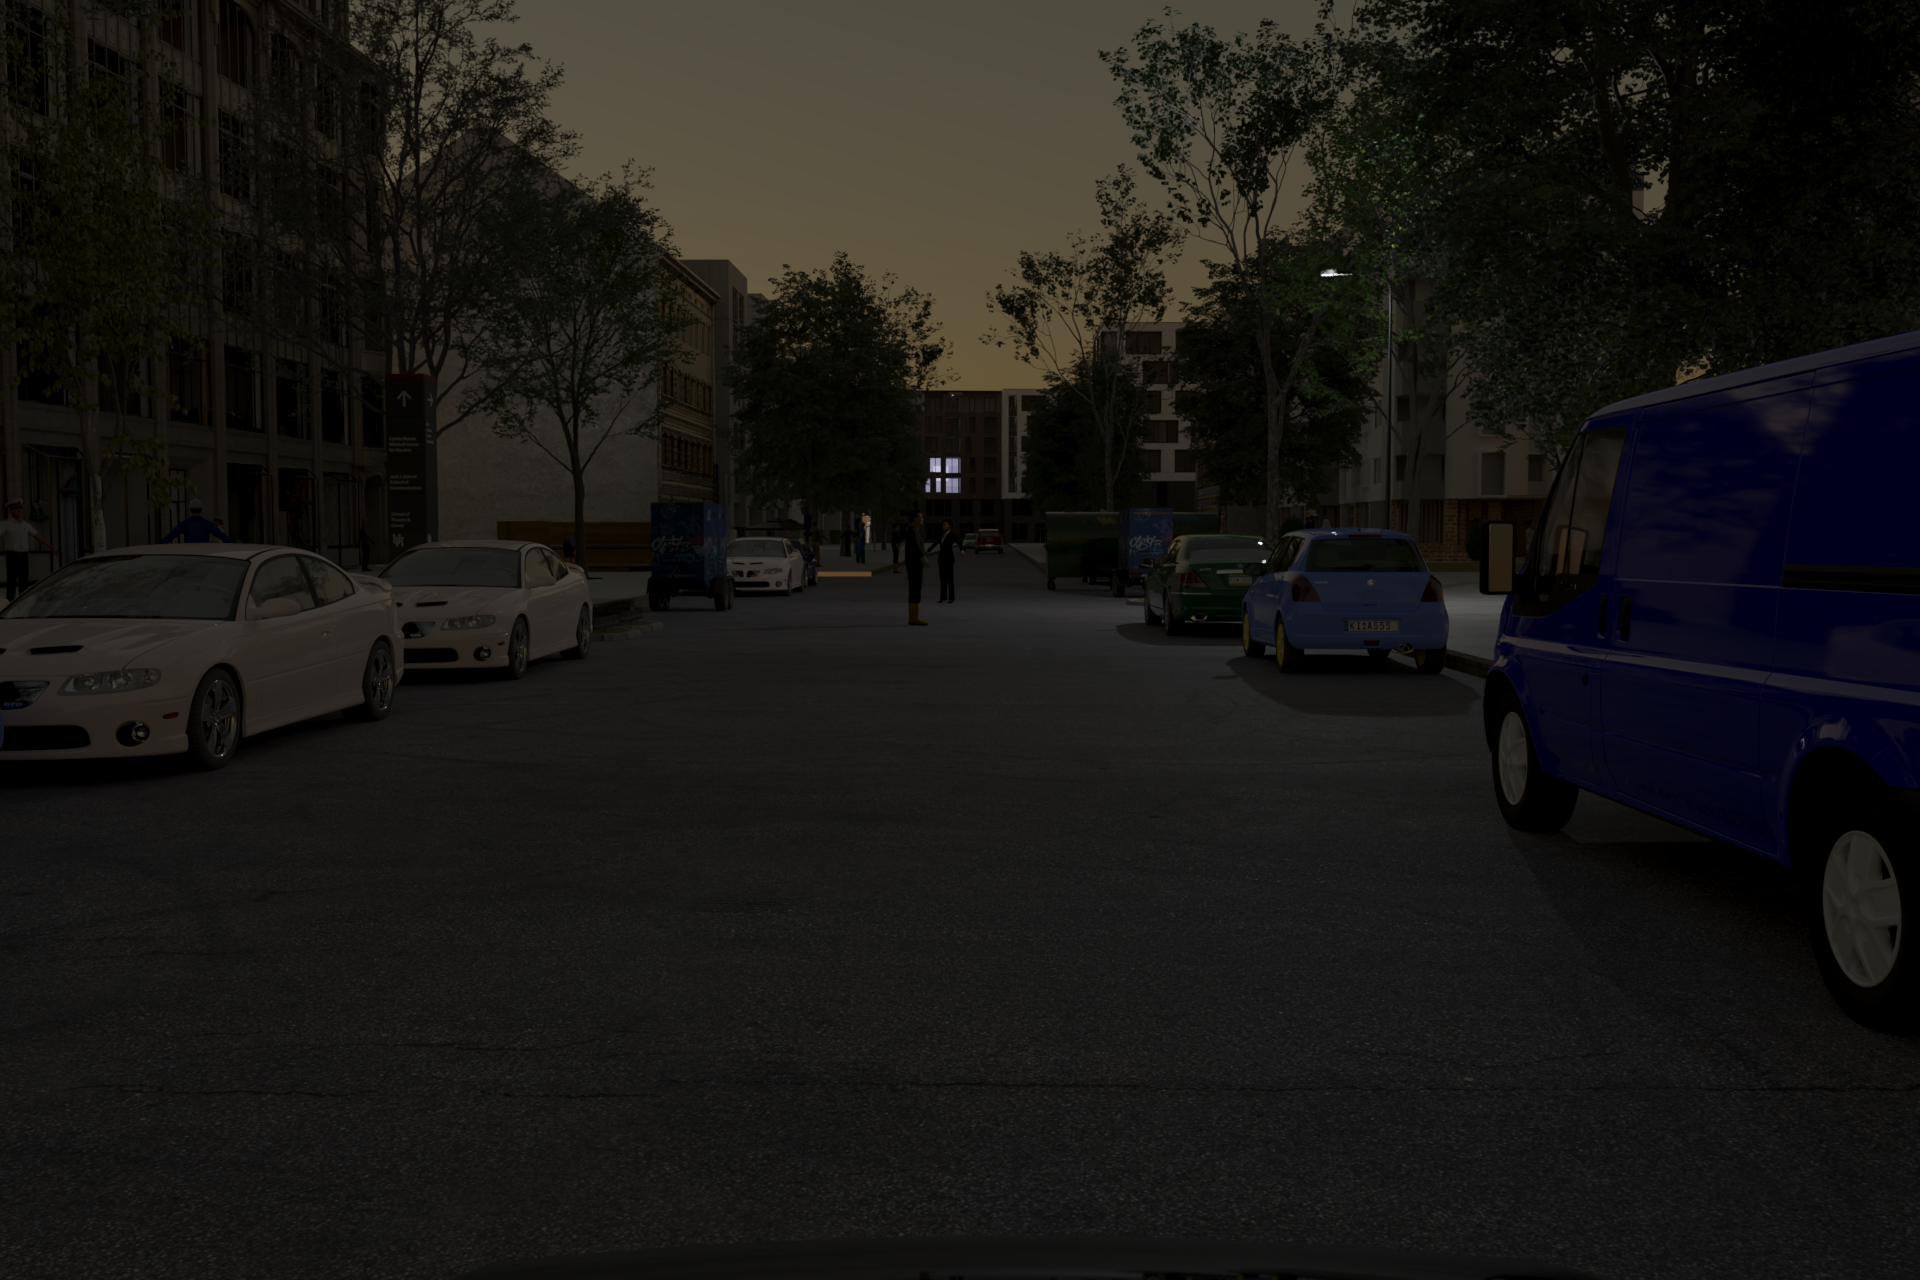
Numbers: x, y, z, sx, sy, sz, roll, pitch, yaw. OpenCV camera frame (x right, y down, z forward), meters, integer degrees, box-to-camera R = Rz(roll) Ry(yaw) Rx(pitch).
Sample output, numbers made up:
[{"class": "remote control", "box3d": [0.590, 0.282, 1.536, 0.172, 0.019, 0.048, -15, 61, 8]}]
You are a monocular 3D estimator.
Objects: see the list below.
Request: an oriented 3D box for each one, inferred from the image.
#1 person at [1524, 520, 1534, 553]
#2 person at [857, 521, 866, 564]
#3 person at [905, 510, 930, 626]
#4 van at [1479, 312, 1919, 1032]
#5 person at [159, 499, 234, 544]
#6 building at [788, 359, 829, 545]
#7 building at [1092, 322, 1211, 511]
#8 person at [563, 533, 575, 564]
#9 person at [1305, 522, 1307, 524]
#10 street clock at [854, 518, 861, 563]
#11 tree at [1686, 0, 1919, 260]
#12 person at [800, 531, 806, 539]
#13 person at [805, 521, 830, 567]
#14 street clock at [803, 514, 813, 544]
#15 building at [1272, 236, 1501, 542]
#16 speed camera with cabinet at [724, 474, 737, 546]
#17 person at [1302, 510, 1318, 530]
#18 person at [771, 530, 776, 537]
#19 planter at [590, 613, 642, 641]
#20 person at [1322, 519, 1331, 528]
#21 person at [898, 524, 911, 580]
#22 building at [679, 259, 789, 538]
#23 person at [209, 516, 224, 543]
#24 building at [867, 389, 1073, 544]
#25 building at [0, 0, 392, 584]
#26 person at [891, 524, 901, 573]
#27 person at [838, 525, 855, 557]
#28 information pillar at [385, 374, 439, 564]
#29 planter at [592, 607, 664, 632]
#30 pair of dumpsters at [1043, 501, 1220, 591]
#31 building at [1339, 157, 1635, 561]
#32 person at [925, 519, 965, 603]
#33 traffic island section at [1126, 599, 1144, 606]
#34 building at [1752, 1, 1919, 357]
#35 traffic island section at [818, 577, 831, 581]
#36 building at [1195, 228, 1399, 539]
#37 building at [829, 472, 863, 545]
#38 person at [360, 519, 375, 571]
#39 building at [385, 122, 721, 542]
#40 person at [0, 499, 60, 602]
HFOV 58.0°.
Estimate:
[{"class": "person", "box3d": [18.733, -3.048, 56.609, 0.721, 1.739, 1.217, 3, 4, 38]}, {"class": "person", "box3d": [-4.177, -4.117, 73.437, 0.704, 1.817, 1.347, 0, 4, 4]}, {"class": "person", "box3d": [-0.671, -1.140, 27.234, 0.704, 1.812, 1.346, -1, 4, -8]}, {"class": "van", "box3d": [3.565, -0.137, 6.619, 2.240, 2.365, 5.245, 0, 3, 0]}, {"class": "person", "box3d": [-12.162, -1.329, 27.610, 1.347, 1.842, 0.705, -2, 4, -24]}, {"class": "building", "box3d": [-24.053, -19.813, 190.402, 16.747, 18.905, 31.486, 0, 4, 0]}, {"class": "building", "box3d": [27.765, -20.749, 183.214, 27.936, 21.610, 32.646, 0, 4, 1]}, {"class": "person", "box3d": [-12.329, -2.810, 55.221, 0.697, 1.427, 0.421, 2, 4, 27]}, {"class": "person", "box3d": [16.464, -4.677, 82.243, 0.705, 1.856, 1.354, 2, 4, 32]}, {"class": "street clock", "box3d": [-4.549, -4.453, 77.375, 0.358, 2.002, 0.471, 0, 4, 2]}, {"class": "tree", "box3d": [9.540, -4.879, 14.188, 7.601, 10.594, 8.767, -2, 4, -23]}, {"class": "person", "box3d": [-8.242, -5.227, 91.640, 0.705, 1.806, 1.347, -1, 4, -20]}, {"class": "person", "box3d": [-5.656, -3.780, 68.082, 1.348, 1.796, 0.705, 3, 4, 37]}, {"class": "street clock", "box3d": [-5.383, -3.466, 61.246, 0.358, 2.002, 0.471, 0, 4, 3]}, {"class": "building", "box3d": [25.277, -15.571, 111.011, 16.016, 20.090, 11.380, 0, 4, 2]}, {"class": "speed camera with cabinet", "box3d": [-7.923, -3.897, 58.052, 0.660, 3.252, 2.038, 0, 4, 1]}, {"class": "person", "box3d": [8.166, -2.097, 40.155, 0.704, 1.845, 1.351, 2, 4, 27]}, {"class": "person", "box3d": [-7.074, -3.425, 65.260, 0.991, 1.433, 0.599, -2, 4, -32]}, {"class": "planter", "box3d": [-5.499, -0.175, 23.997, 1.991, 0.319, 1.994, 0, 4, 2]}, {"class": "person", "box3d": [11.229, -2.830, 53.048, 1.217, 1.736, 0.721, 1, 4, 22]}, {"class": "person", "box3d": [-1.650, -2.721, 53.742, 0.721, 1.733, 1.217, 1, 4, 21]}, {"class": "building", "box3d": [-22.896, -15.977, 127.674, 16.747, 18.905, 31.486, 0, 4, 1]}, {"class": "person", "box3d": [-20.047, -2.455, 46.602, 0.721, 1.778, 1.216, -2, 4, -35]}, {"class": "building", "box3d": [2.863, -25.004, 255.239, 32.646, 21.610, 27.936, 0, 4, -5]}, {"class": "building", "box3d": [-28.909, -14.299, 50.443, 14.369, 24.946, 33.146, 0, 4, 2]}, {"class": "person", "box3d": [-2.314, -3.355, 63.443, 0.704, 1.812, 1.346, 0, 3, 0]}, {"class": "person", "box3d": [-6.386, -5.641, 98.423, 1.347, 1.806, 0.705, 3, 5, 43]}, {"class": "information pillar", "box3d": [-8.935, -2.380, 28.285, 0.750, 3.857, 0.750, 0, 4, 0]}, {"class": "planter", "box3d": [-5.528, -0.298, 26.012, 1.991, 0.319, 1.994, 0, 4, 1]}, {"class": "pair of dumpsters", "box3d": [4.343, -2.402, 44.217, 4.436, 2.255, 1.574, 0, 4, 0]}, {"class": "building", "box3d": [25.925, -14.500, 93.501, 16.016, 20.090, 11.380, 0, 4, 1]}, {"class": "person", "box3d": [-0.329, -1.631, 35.848, 1.216, 1.740, 0.721, 3, 5, 44]}, {"class": "traffic island section", "box3d": [4.411, -0.759, 35.277, 1.991, 0.108, 1.994, 0, 4, 1]}, {"class": "building", "box3d": [28.682, -13.121, 42.253, 11.050, 23.595, 19.941, 0, 4, 1]}, {"class": "traffic island section", "box3d": [-4.994, -1.864, 53.337, 1.991, 0.108, 1.994, 0, 4, 1]}, {"class": "building", "box3d": [27.780, -18.152, 127.713, 19.493, 23.208, 18.063, 0, 4, 1]}, {"class": "building", "box3d": [-22.348, -21.883, 224.244, 16.747, 18.905, 31.486, 0, 4, 2]}, {"class": "person", "box3d": [-20.409, -3.267, 59.551, 0.705, 1.813, 1.348, -2, 4, -33]}, {"class": "building", "box3d": [-25.130, -16.554, 101.591, 19.493, 23.208, 18.063, 0, 4, 1]}, {"class": "person", "box3d": [-15.372, -1.375, 28.267, 0.704, 1.855, 1.343, 2, 4, 26]}]
